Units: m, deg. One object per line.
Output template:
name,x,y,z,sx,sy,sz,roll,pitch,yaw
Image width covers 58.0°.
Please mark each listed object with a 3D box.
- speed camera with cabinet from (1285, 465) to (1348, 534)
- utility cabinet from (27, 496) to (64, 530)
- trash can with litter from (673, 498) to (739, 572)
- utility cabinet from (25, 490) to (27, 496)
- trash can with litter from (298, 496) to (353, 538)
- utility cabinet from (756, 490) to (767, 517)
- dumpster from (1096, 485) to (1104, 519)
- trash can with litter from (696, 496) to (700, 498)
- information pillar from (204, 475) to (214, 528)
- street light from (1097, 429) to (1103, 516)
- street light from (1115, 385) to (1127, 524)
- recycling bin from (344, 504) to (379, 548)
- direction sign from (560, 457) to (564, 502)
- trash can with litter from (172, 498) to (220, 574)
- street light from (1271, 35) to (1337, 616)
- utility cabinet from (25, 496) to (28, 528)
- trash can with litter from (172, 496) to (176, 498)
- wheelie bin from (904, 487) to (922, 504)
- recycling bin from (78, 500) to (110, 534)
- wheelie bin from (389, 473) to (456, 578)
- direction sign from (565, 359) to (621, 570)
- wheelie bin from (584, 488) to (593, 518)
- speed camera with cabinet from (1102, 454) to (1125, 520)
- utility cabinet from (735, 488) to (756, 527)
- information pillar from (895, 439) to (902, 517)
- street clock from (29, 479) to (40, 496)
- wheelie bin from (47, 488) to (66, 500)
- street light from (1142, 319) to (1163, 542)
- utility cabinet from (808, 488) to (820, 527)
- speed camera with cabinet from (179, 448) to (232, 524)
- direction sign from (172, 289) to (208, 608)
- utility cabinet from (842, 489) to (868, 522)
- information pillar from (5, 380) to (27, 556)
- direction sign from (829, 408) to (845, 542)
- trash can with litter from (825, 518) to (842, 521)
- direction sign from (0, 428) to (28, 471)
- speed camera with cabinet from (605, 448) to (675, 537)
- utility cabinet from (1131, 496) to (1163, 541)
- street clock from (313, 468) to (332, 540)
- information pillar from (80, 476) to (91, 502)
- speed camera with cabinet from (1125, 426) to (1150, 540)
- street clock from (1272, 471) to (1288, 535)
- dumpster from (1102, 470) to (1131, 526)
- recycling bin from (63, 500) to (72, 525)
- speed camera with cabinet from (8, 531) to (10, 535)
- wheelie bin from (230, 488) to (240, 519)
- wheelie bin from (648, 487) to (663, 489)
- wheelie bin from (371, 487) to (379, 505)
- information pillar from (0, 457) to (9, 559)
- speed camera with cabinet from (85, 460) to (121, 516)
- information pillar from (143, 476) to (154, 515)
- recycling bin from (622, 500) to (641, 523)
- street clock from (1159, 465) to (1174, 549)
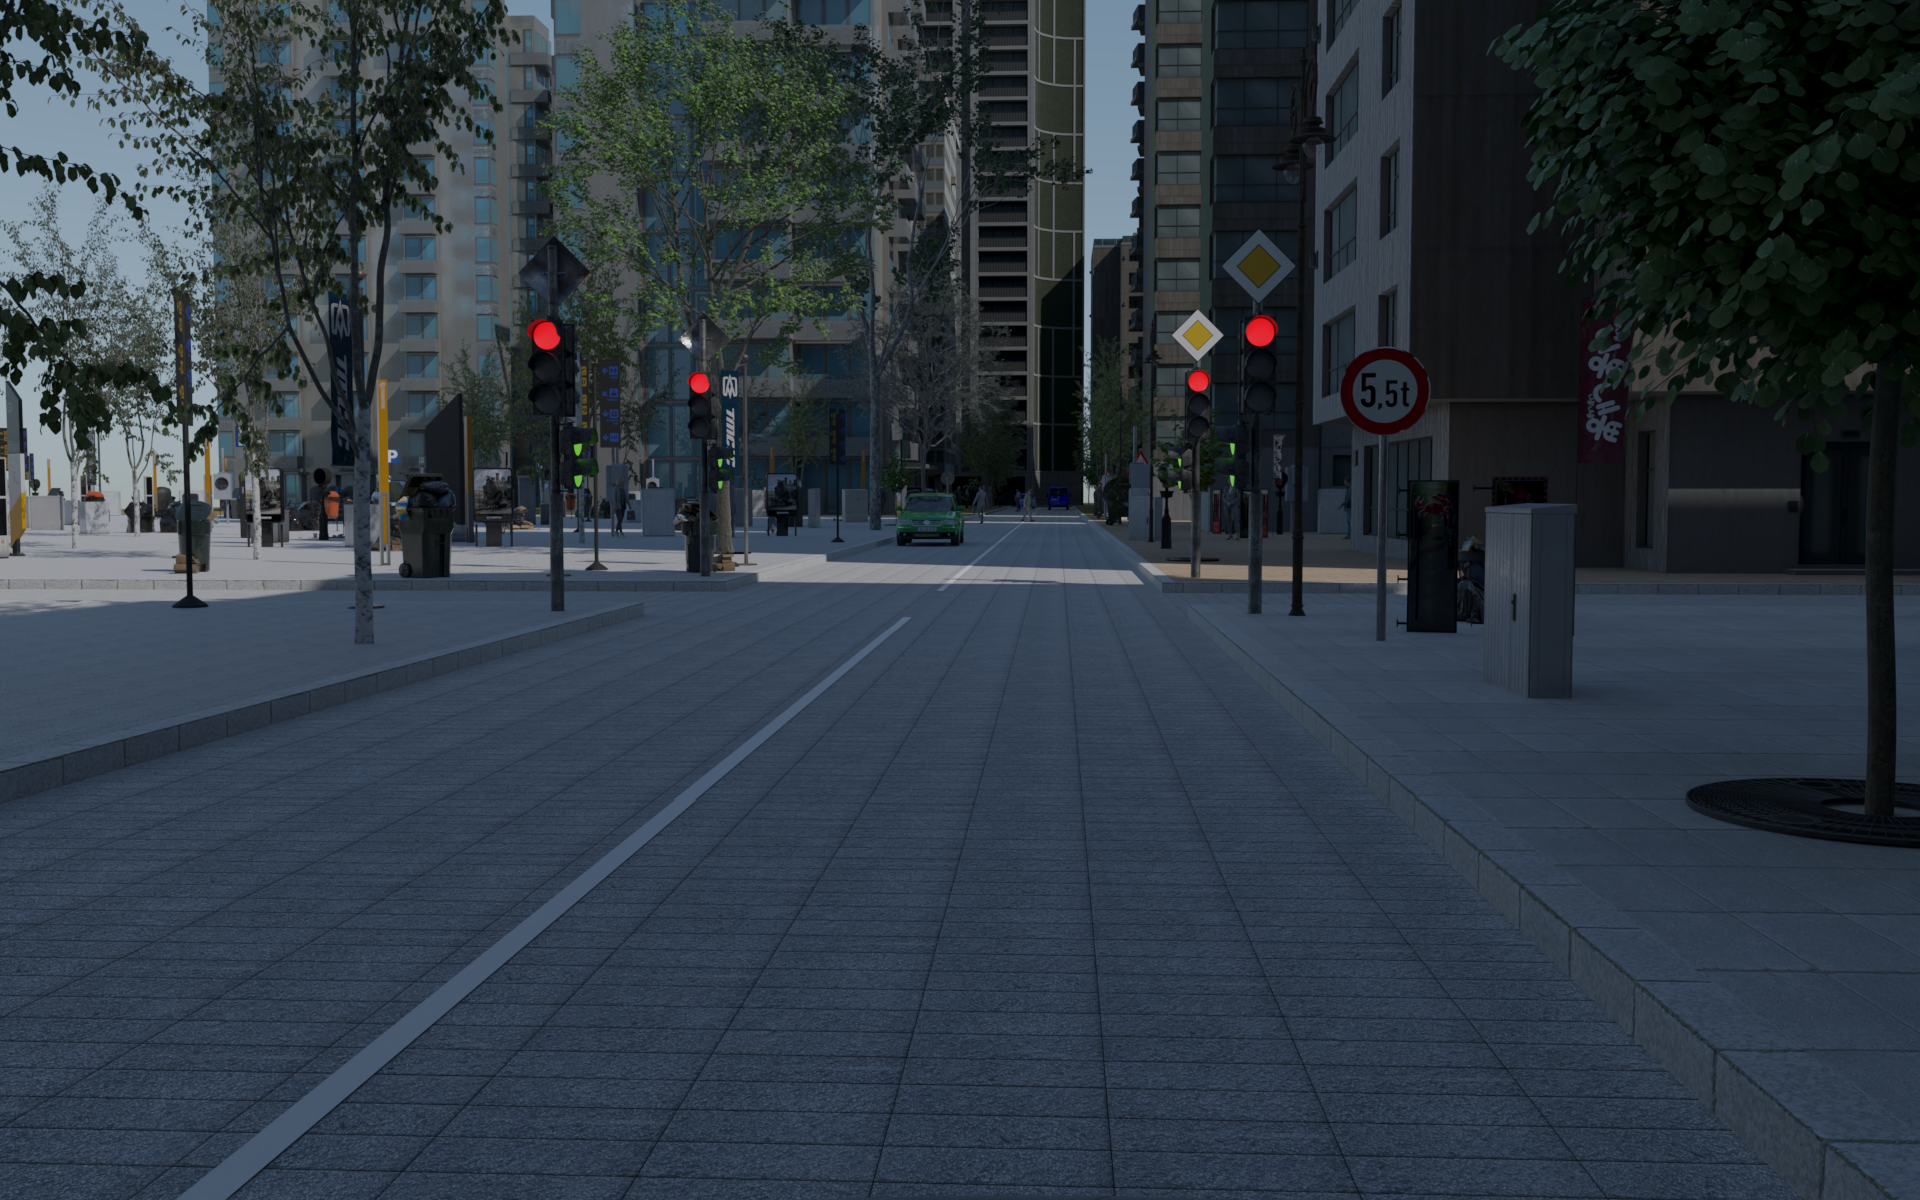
speed camera with cabinet,11.510,-3.751,55.668,2.038,3.252,0.660,0,4,4
utility cabinet,-32.282,-3.064,61.261,1.020,1.237,0.306,-1,4,-8
trash can with litter,-4.175,-1.052,28.596,0.624,1.170,1.055,2,4,33
utility cabinet,-48.648,-4.950,89.611,0.318,1.500,1.173,-1,4,-9
trash can with litter,-18.209,-2.429,50.779,2.233,1.210,1.678,-1,4,-12
utility cabinet,-10.930,-5.347,96.107,1.173,1.500,0.318,-1,4,-10
dumpster,7.774,-5.198,90.738,1.264,1.857,1.865,0,4,3
trash can with litter,-6.425,-1.883,42.173,0.624,1.170,1.055,1,4,9
information pillar,-28.321,-3.718,65.277,0.304,2.012,0.304,-2,4,-25
street light,8.200,-7.806,100.420,0.468,5.910,1.993,0,4,3
street light,6.811,-6.156,73.434,0.468,5.910,1.993,0,4,3
recycling bin,-14.415,-1.793,41.872,0.722,1.027,0.722,-3,4,-37
direction sign,-12.782,-4.032,57.927,0.876,3.537,0.379,0,4,-4
trash can with litter,-12.504,-1.034,28.296,0.624,1.170,1.055,-1,4,-14
street light,3.559,-2.772,18.107,0.468,5.910,1.993,0,4,3
utility cabinet,-34.627,-3.301,65.133,0.306,1.237,1.020,2,4,29
trash can with litter,-45.278,-5.364,99.093,0.624,1.170,1.055,-3,5,-43
wheelie bin,-1.889,-3.947,72.436,0.980,1.594,0.693,0,4,7
recycling bin,-27.953,-2.652,55.916,0.722,1.027,0.722,-3,5,-42
wheelie bin,-8.175,-1.146,26.641,0.693,1.594,0.980,2,4,31
direction sign,-6.143,-2.274,29.178,0.876,3.537,0.379,0,4,4
wheelie bin,-20.408,-5.280,94.231,0.980,1.594,0.693,2,4,26
speed camera with cabinet,7.597,-5.549,85.064,0.660,3.252,2.038,-1,4,-16
utility cabinet,-8.520,-3.588,67.347,0.318,1.500,1.173,2,4,29
information pillar,-2.607,-5.054,73.993,0.183,3.616,0.504,-2,4,-29
street clock,-44.102,-4.774,82.617,0.471,2.002,0.358,1,4,23
wheelie bin,-45.217,-4.815,86.638,0.980,1.594,0.693,2,4,23
street light,5.096,-4.479,46.015,0.468,5.910,1.993,0,4,3
utility cabinet,-5.574,-3.510,66.074,0.318,1.500,1.173,0,4,4
speed camera with cabinet,-32.176,-4.863,73.839,2.038,3.252,0.660,-1,4,-16
direction sign,-8.725,-1.684,19.526,0.379,3.537,0.876,-1,4,-15
utility cabinet,-4.713,-4.233,77.886,1.173,1.500,0.318,-2,4,-33
information pillar,-19.449,-2.711,35.678,0.504,3.616,0.183,2,4,33
direction sign,-3.250,-3.302,45.980,0.379,3.537,0.876,1,4,23
trash can with litter,-5.289,-4.342,82.047,2.233,1.210,1.678,0,4,-5
direction sign,-32.318,-4.110,59.200,0.876,3.537,0.379,-1,4,-11
speed camera with cabinet,-9.688,-3.555,52.453,2.038,3.252,0.660,-1,4,-13
utility cabinet,5.148,-2.241,47.803,0.306,1.237,1.020,-2,4,-35
street clock,-17.682,-2.661,48.079,0.471,2.002,0.358,2,4,24
information pillar,-35.522,-4.031,70.402,0.304,2.012,0.304,0,4,6
speed camera with cabinet,5.173,-3.384,49.672,0.660,3.252,2.038,0,4,8
street clock,10.117,-3.068,54.735,0.471,2.002,0.358,1,4,16
dumpster,6.607,-4.199,71.149,1.502,2.255,1.985,0,4,3
recycling bin,-36.407,-3.594,71.309,0.722,1.027,0.722,1,4,20
speed camera with cabinet,-30.352,-3.620,53.522,0.660,3.252,2.038,1,4,9
wheelie bin,-36.963,-4.944,88.738,0.980,1.594,0.693,2,4,32
wheelie bin,-13.177,-4.092,74.820,0.980,1.594,0.693,0,4,-8
wheelie bin,-14.751,-2.253,44.742,0.693,1.594,0.980,2,4,35
information pillar,-19.111,-1.824,34.322,0.304,2.012,0.304,1,4,15
speed camera with cabinet,-50.521,-6.574,101.822,2.038,3.252,0.660,-1,4,-14
information pillar,-33.335,-4.078,71.174,0.304,2.012,0.304,-3,4,-37
recycling bin,-14.768,-3.989,77.771,0.722,1.027,0.722,-3,5,-44
street clock,4.839,-2.201,40.563,0.358,2.002,0.471,2,4,32
